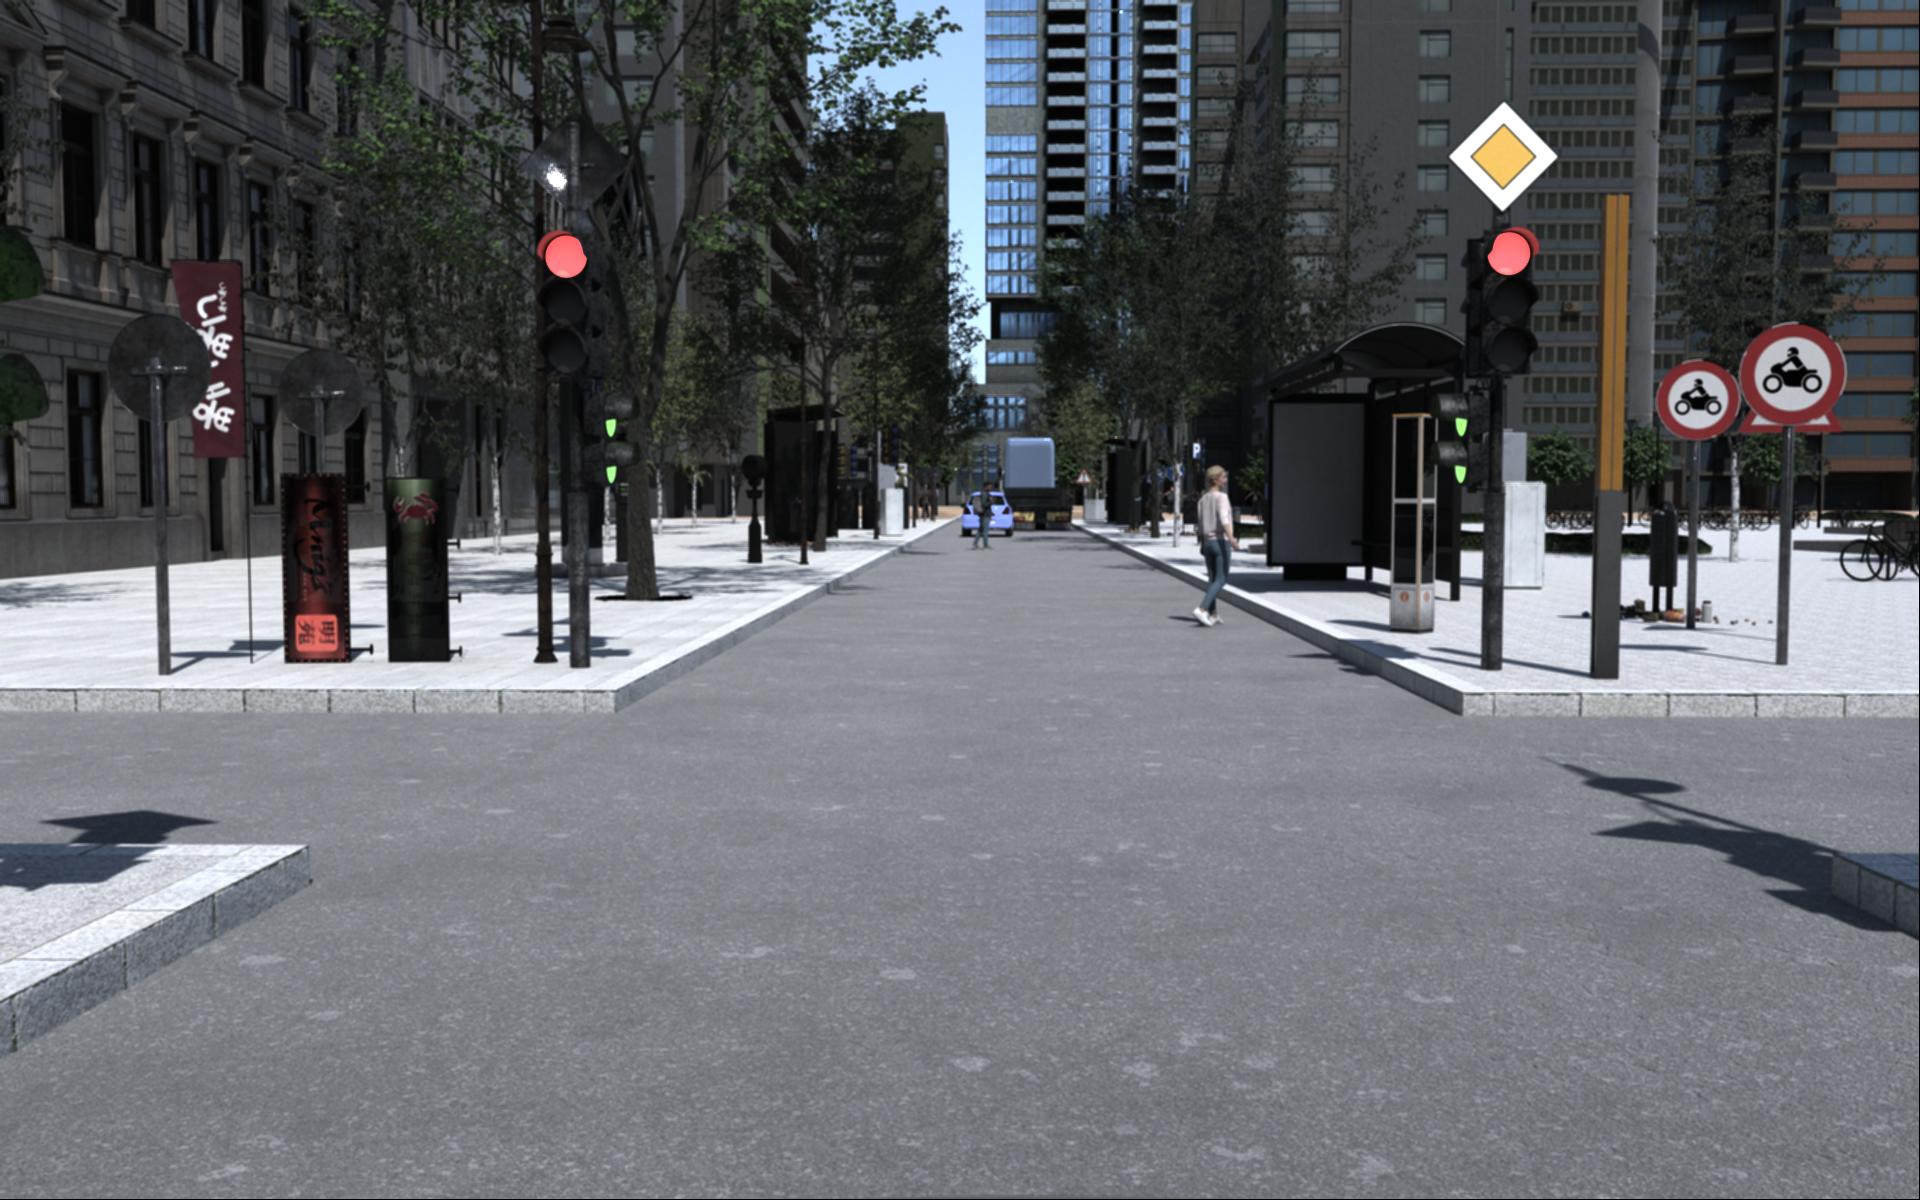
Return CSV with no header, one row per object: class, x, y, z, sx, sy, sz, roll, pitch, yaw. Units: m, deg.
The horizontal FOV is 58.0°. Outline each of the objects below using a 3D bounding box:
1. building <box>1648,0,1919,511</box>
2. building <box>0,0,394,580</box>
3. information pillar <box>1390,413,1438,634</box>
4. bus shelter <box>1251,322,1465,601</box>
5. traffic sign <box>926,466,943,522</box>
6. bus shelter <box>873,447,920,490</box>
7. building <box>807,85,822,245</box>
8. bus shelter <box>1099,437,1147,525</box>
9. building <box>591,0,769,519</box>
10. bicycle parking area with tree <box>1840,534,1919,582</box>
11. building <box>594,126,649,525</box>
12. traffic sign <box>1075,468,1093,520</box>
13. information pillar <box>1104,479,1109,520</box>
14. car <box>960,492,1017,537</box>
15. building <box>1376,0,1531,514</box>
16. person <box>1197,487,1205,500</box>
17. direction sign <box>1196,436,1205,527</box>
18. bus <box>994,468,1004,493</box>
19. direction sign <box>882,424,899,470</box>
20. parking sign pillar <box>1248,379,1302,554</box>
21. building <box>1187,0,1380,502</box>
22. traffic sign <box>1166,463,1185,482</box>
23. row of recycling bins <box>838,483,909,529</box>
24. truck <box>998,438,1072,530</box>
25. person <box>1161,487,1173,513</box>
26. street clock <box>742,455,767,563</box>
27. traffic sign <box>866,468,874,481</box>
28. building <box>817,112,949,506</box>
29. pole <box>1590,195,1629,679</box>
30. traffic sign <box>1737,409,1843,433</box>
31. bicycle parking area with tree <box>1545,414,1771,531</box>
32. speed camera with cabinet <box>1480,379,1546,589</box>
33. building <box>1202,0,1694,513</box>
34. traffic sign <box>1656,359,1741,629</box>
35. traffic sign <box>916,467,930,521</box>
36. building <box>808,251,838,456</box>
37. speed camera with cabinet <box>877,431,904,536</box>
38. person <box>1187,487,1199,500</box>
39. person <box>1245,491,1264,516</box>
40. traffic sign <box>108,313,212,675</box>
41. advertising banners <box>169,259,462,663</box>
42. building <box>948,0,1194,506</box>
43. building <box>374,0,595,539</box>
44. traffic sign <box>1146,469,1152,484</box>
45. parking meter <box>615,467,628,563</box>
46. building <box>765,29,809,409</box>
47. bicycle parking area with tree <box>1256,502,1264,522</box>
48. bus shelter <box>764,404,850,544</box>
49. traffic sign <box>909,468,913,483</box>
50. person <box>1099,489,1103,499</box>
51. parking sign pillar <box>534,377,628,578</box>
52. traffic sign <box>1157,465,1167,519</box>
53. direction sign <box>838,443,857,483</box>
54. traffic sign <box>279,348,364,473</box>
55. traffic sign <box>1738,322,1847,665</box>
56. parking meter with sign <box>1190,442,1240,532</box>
building,69.392,-29.602,138.613,28.867,44.769,22.147,0,4,1
building,-18.900,-10.296,32.969,10.561,19.102,19.286,0,4,1
information pillar,4.195,-0.705,16.015,0.304,2.012,0.304,3,5,44
bus shelter,5.286,-1.787,23.141,2.014,3.302,5.546,0,4,1
traffic sign,-1.186,-4.883,79.949,0.768,2.556,0.104,0,4,5
bus shelter,-2.936,-5.107,77.431,2.014,3.302,5.546,0,4,2
building,-30.661,-35.192,194.994,30.456,49.044,23.786,0,4,1
bus shelter,7.007,-5.087,74.459,1.731,3.624,6.357,0,4,2
building,-18.499,-25.179,95.279,14.154,41.232,14.086,0,4,1
bicycle parking area with tree,17.777,-2.236,23.560,9.016,4.147,8.231,-1,4,-9
building,-21.732,-12.481,71.522,16.820,18.784,16.811,0,4,1
traffic sign,6.082,-5.198,84.987,0.884,2.594,0.081,0,4,4
information pillar,7.297,-4.959,85.565,0.304,2.012,0.304,1,4,9
car,0.963,-3.030,59.127,1.945,1.707,3.694,0,4,3
building,25.774,-25.820,105.751,14.154,41.232,14.086,0,4,1
person,15.370,-6.302,109.871,0.721,1.735,1.217,3,4,37
direction sign,9.412,-4.639,67.844,0.379,3.537,0.876,2,4,30
bus,4.020,-7.946,124.771,2.948,3.499,13.247,0,3,0
direction sign,-2.257,-3.928,56.225,0.379,3.537,0.876,-3,4,-37
parking sign pillar,6.953,-2.987,37.307,1.447,3.967,1.447,2,4,28
building,25.990,-28.214,144.885,14.154,41.232,14.086,0,4,1
traffic sign,8.821,-4.330,70.908,0.768,2.556,0.104,1,4,10
row of recycling bins,-3.624,-3.446,63.454,3.534,1.692,1.069,0,4,-7
truck,3.251,-5.326,76.838,2.967,4.110,18.799,0,4,1
person,13.869,-6.581,114.351,1.217,1.736,0.721,0,4,7
street clock,-3.805,-1.684,32.109,0.471,2.002,0.358,3,5,41
traffic sign,-3.386,-4.320,70.631,0.884,2.594,0.081,1,4,9
building,-8.269,-30.904,188.876,14.086,41.232,14.154,0,4,1
pole,4.490,-1.109,11.972,0.158,3.312,0.155,0,3,0
traffic sign,7.175,-0.919,15.031,0.884,2.594,0.081,0,4,3
bicycle parking area with tree,25.345,-4.750,64.666,9.016,4.147,8.231,2,4,24
speed camera with cabinet,7.711,-1.826,24.194,0.660,3.252,2.038,0,4,8
building,34.423,-26.504,125.218,32.217,40.220,23.993,0,4,1
traffic sign,6.980,-1.001,16.466,0.768,2.556,0.104,0,4,7
traffic sign,-1.658,-4.944,80.947,0.768,2.556,0.104,0,4,5
building,-25.603,-18.003,139.392,28.899,21.520,27.650,0,4,1
speed camera with cabinet,-2.208,-3.639,53.829,0.660,3.252,2.038,-1,4,-12
person,14.478,-6.163,107.493,0.721,1.739,1.217,-3,5,-43
person,17.122,-5.744,100.680,1.217,1.735,0.721,-1,4,-15
traffic sign,-5.644,-0.741,12.215,0.768,2.556,0.104,0,4,6
advertising banners,-4.851,-1.033,13.073,2.074,3.025,0.090,0,4,-5
building,14.532,-53.757,191.601,31.000,86.520,22.319,0,4,1
building,-19.426,-14.342,52.518,12.078,24.808,19.932,0,4,1
traffic sign,9.367,-5.159,84.457,0.768,2.556,0.104,0,4,7
parking meter,-6.283,-1.633,32.408,0.255,1.863,0.399,-1,4,-22
building,-21.776,-29.951,113.394,21.300,48.544,21.600,0,4,1
bicycle parking area with tree,17.964,-5.889,83.282,8.231,4.147,9.016,1,4,20
bus shelter,-4.161,-3.464,47.926,1.731,3.624,6.357,0,4,1
traffic sign,-2.565,-5.044,82.573,0.768,2.556,0.104,0,4,2
person,11.695,-8.373,143.736,0.445,1.727,0.742,0,4,-2
parking sign pillar,-5.916,-2.356,26.989,1.447,3.967,1.447,-1,4,-23
traffic sign,8.437,-4.501,73.690,0.768,2.556,0.104,0,4,2
direction sign,-5.027,-5.219,77.320,0.876,3.537,0.379,0,4,-3
traffic sign,-5.594,-0.922,15.178,0.768,2.556,0.104,0,4,4
traffic sign,6.175,-0.785,12.937,0.768,2.556,0.104,0,4,5
parking meter with sign,8.603,-3.785,58.139,1.738,3.016,0.543,3,5,40
